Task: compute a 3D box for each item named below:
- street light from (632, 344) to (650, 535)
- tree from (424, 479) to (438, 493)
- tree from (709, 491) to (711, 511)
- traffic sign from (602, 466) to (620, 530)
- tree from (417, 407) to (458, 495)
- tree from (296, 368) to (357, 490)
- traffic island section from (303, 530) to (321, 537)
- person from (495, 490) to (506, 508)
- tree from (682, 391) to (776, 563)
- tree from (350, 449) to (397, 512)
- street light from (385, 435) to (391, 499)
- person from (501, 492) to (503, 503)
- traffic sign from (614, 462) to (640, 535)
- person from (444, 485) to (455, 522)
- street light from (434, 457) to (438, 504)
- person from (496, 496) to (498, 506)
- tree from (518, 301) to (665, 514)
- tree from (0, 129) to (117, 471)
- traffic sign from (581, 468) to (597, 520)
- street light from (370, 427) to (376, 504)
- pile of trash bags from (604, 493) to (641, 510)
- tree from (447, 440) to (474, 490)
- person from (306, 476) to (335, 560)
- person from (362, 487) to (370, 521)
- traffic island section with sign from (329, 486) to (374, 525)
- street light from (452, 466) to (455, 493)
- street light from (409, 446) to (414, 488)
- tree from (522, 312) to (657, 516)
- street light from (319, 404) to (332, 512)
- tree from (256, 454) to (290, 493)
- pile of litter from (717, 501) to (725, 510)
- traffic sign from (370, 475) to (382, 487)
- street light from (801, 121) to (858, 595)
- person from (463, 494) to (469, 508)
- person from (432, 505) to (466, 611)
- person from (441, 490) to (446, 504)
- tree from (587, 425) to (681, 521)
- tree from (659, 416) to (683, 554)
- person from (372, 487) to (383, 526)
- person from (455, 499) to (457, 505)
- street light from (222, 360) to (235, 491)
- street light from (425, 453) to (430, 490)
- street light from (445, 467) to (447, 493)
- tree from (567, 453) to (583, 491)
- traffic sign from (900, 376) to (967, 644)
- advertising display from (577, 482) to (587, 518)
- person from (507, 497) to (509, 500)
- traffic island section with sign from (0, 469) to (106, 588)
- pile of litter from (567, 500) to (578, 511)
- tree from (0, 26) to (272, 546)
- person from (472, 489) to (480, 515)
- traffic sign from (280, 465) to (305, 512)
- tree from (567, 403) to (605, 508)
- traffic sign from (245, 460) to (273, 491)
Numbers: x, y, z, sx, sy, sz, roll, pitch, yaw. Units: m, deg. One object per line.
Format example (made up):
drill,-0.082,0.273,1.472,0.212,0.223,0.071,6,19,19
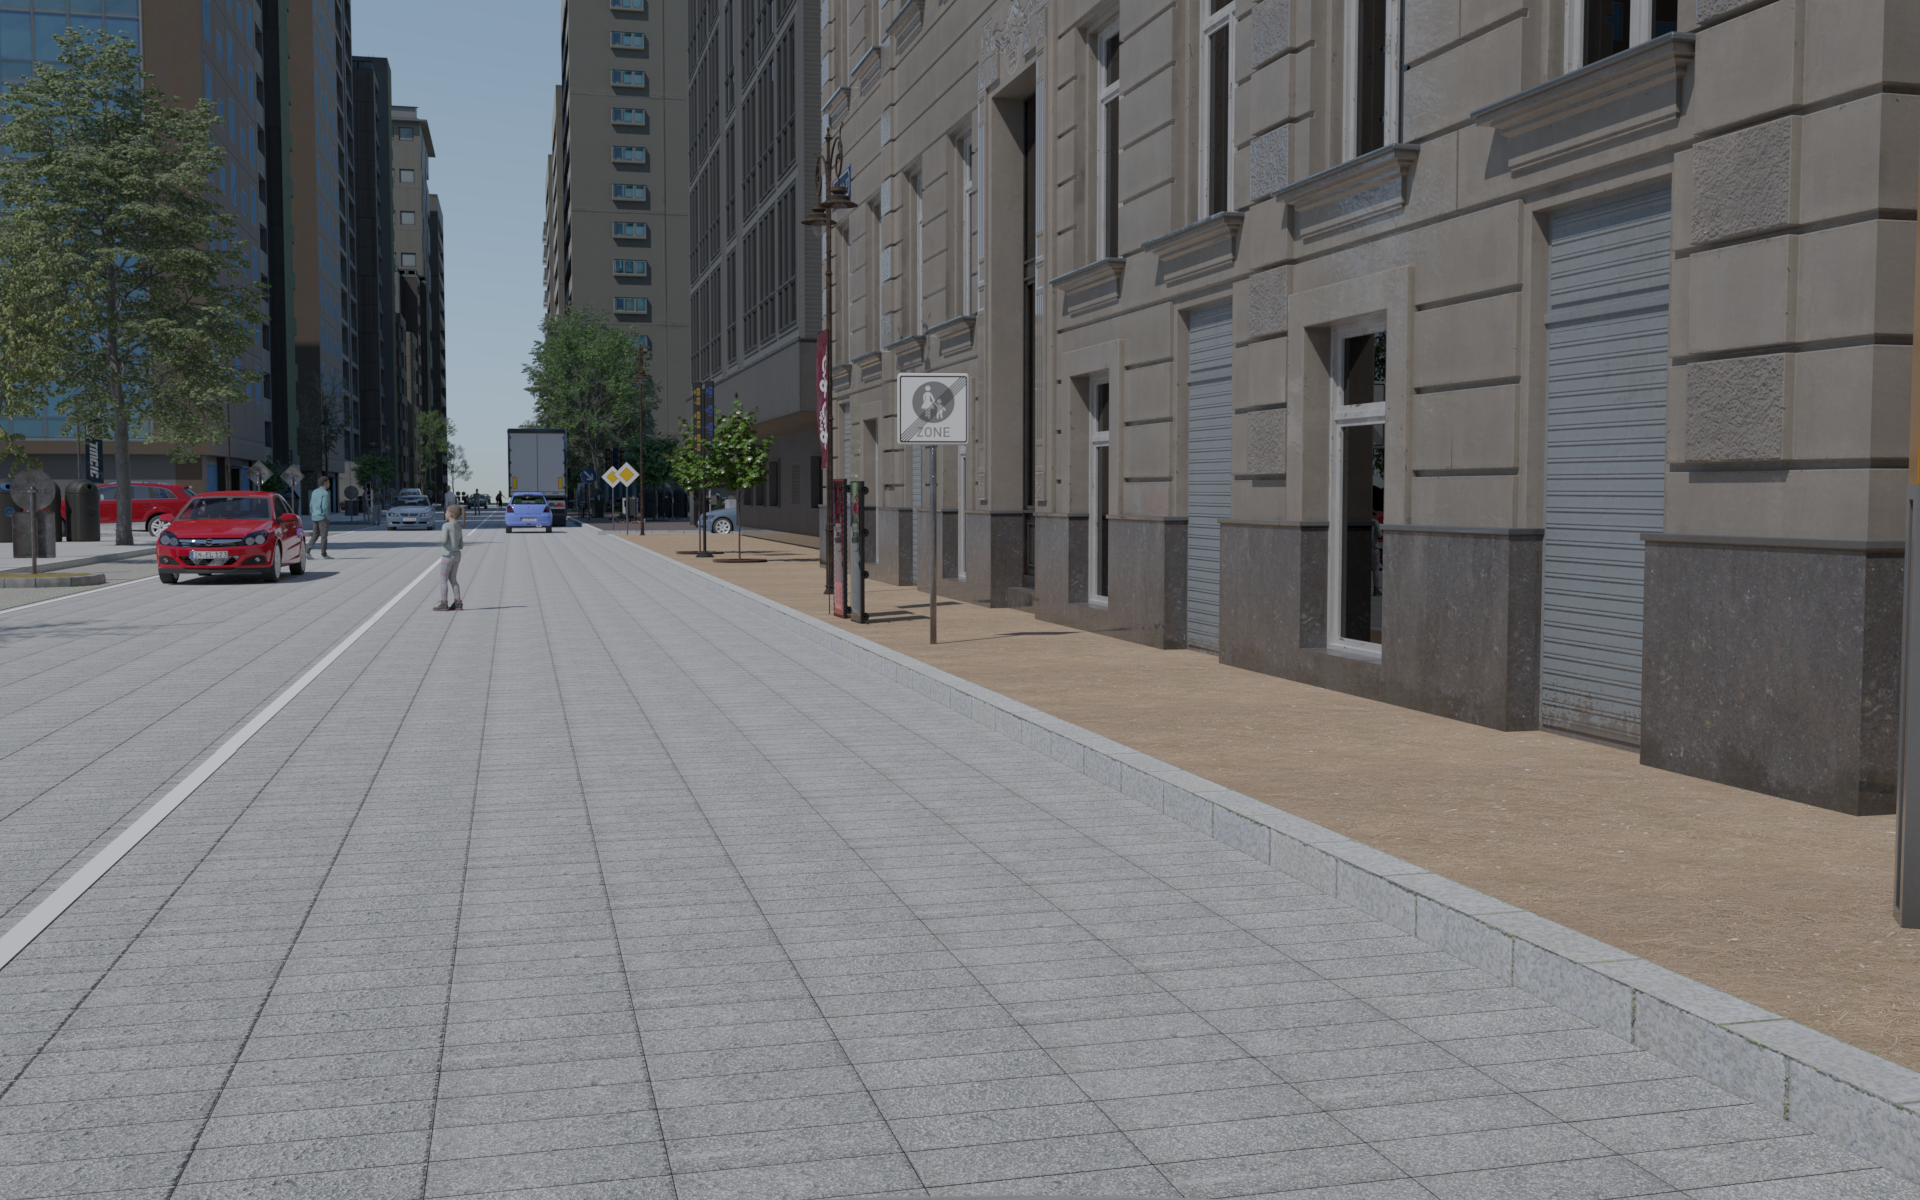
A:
street light,-9.861,-4.943,53.601,0.468,5.910,1.993,-1,4,-14
tree,-60.756,-12.455,198.243,1.663,3.219,1.824,0,3,0
tree,-18.279,-10.786,126.705,4.360,8.622,3.978,0,3,0
traffic sign,-12.395,-3.560,61.855,0.795,2.450,0.064,-1,4,-14
tree,-63.614,-17.095,205.264,9.928,11.665,9.643,0,3,0
tree,-37.030,-9.174,100.363,4.360,8.622,3.978,0,3,0
traffic island section,-22.828,-2.262,59.265,2.009,0.180,2.903,-1,4,-14
person,-46.749,-10.252,176.129,1.348,1.823,0.705,2,4,24
tree,-4.281,-2.319,32.510,1.663,3.219,1.824,0,3,0
tree,-42.627,-8.694,125.859,4.285,4.588,4.351,0,3,0
street light,-43.960,-9.819,133.335,0.468,5.910,1.993,-1,4,-14
person,-53.563,-11.787,202.153,0.436,1.711,0.756,-1,4,-21
traffic sign,-10.406,-3.087,54.120,0.795,2.450,0.064,-1,4,-14
person,-20.896,-3.808,70.981,0.478,1.798,0.641,-2,4,-32
street light,-64.638,-14.726,213.550,0.468,5.910,1.993,-1,4,-14
person,-52.838,-11.386,197.886,0.421,1.427,0.697,0,4,0
tree,-24.090,-12.633,113.207,9.857,13.997,8.962,0,3,0
tree,-19.126,-5.101,33.770,4.737,8.622,4.395,0,3,0
traffic sign,-18.069,-5.150,84.313,0.768,2.556,0.104,-1,4,-13
street light,-40.348,-8.950,119.117,0.468,5.910,1.993,-1,4,-14
pile of trash bags,-24.909,-7.342,129.789,1.912,1.369,3.447,3,4,37
tree,-83.896,-21.479,285.596,7.601,10.594,8.767,-1,4,-18
person,-14.047,-1.796,37.887,0.660,1.820,0.620,2,4,33
person,-29.019,-4.642,84.736,0.374,1.781,0.599,-3,4,-39
traffic island section with sign,-28.476,-4.437,81.178,1.989,1.847,2.006,-1,4,-14
street light,-80.081,-18.416,273.880,0.468,5.910,1.993,-1,4,-14
street light,-51.857,-11.699,164.061,0.468,5.910,1.993,-1,4,-14
tree,-21.003,-10.640,99.720,9.928,11.665,9.643,0,3,0
street light,-32.569,-7.111,89.045,0.468,5.910,1.993,-1,4,-14
tree,-30.801,-5.043,77.047,1.663,3.219,1.824,0,3,0
pile of litter,-14.593,-5.682,106.872,1.719,0.858,1.176,2,4,27
traffic sign,-39.484,-7.161,117.183,0.768,2.556,0.104,-1,4,-13
street light,-1.661,-3.010,21.994,0.468,5.910,1.993,-1,4,-14
person,-49.386,-9.883,173.313,0.697,1.427,0.421,3,4,39
person,-6.276,-0.518,21.250,0.394,1.301,0.425,0,4,3
person,-41.383,-7.967,139.475,1.217,1.735,0.721,3,4,37
tree,-14.666,-6.058,82.755,4.285,4.588,4.351,0,3,0
tree,-5.543,-2.592,36.973,1.663,3.219,1.824,0,3,0
person,-26.274,-4.220,78.041,0.362,1.759,0.519,3,5,40
person,-23.109,-4.147,78.902,0.503,1.515,0.523,-3,5,-41
street light,-24.882,-5.270,58.950,0.468,5.910,1.993,-1,4,-14
street light,-59.802,-13.573,194.703,0.468,5.910,1.993,-1,4,-14
street light,-72.326,-16.576,243.803,0.468,5.910,1.993,-1,4,-14
tree,-26.788,-8.485,122.438,4.285,4.588,4.351,0,3,0
traffic sign,-0.229,-0.771,14.743,0.606,2.300,0.079,0,4,-5
advertising display,-20.122,-5.322,92.236,0.123,1.923,0.974,-3,4,-38
person,-40.814,-9.143,157.979,0.705,1.826,1.348,1,4,23
traffic island section with sign,-14.565,-1.128,27.070,1.989,1.847,2.006,-1,4,-14
pile of litter,-29.659,-7.239,132.326,1.719,0.858,1.176,1,4,11
tree,-21.336,-7.644,43.114,7.486,12.596,7.792,0,3,0
person,-32.344,-6.554,115.833,0.511,1.800,0.466,0,4,-6
traffic sign,-22.807,-3.399,59.209,0.795,2.450,0.064,-1,4,-14
tree,-29.845,-11.348,135.903,4.360,8.622,3.978,0,3,0
traffic sign,-20.818,-2.925,51.474,0.795,2.450,0.064,-1,4,-14
